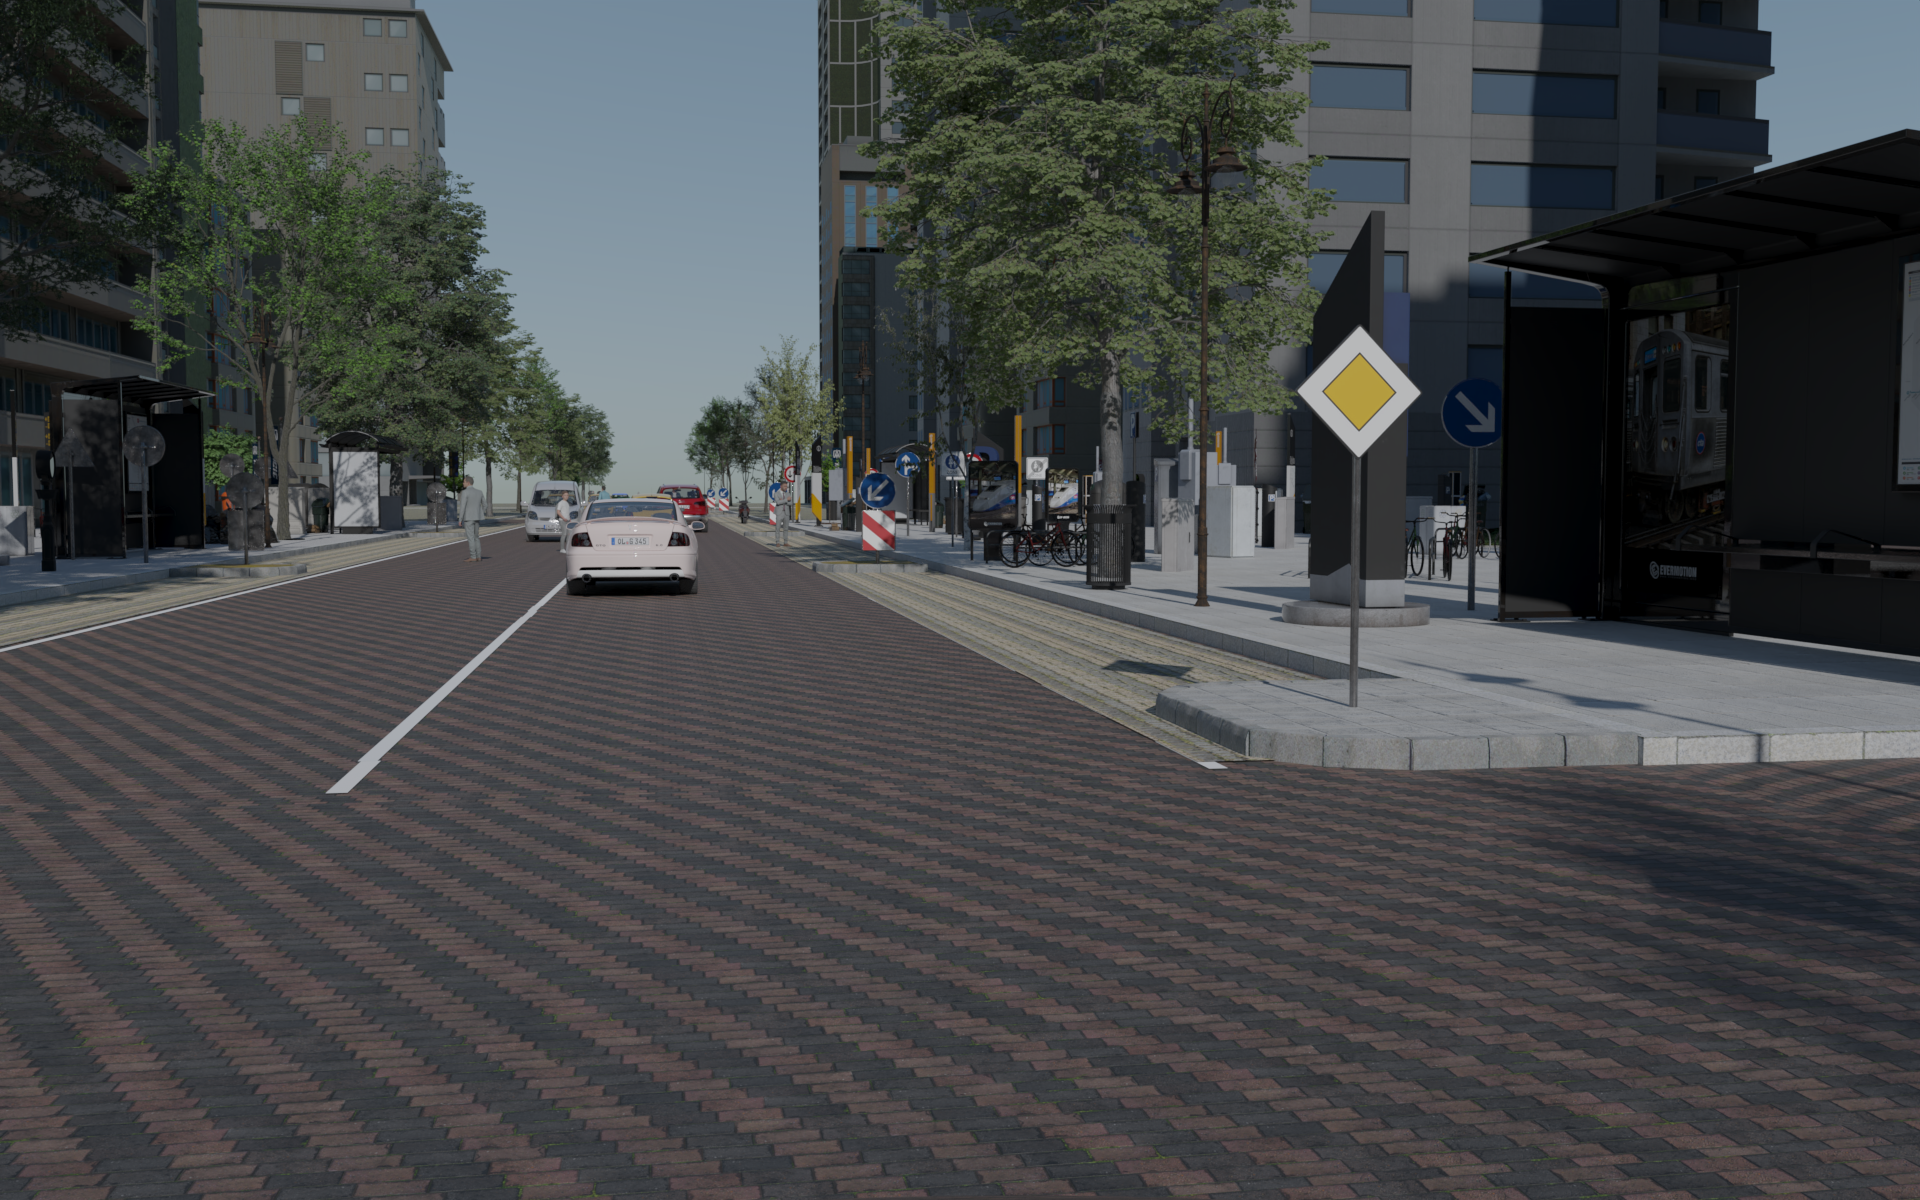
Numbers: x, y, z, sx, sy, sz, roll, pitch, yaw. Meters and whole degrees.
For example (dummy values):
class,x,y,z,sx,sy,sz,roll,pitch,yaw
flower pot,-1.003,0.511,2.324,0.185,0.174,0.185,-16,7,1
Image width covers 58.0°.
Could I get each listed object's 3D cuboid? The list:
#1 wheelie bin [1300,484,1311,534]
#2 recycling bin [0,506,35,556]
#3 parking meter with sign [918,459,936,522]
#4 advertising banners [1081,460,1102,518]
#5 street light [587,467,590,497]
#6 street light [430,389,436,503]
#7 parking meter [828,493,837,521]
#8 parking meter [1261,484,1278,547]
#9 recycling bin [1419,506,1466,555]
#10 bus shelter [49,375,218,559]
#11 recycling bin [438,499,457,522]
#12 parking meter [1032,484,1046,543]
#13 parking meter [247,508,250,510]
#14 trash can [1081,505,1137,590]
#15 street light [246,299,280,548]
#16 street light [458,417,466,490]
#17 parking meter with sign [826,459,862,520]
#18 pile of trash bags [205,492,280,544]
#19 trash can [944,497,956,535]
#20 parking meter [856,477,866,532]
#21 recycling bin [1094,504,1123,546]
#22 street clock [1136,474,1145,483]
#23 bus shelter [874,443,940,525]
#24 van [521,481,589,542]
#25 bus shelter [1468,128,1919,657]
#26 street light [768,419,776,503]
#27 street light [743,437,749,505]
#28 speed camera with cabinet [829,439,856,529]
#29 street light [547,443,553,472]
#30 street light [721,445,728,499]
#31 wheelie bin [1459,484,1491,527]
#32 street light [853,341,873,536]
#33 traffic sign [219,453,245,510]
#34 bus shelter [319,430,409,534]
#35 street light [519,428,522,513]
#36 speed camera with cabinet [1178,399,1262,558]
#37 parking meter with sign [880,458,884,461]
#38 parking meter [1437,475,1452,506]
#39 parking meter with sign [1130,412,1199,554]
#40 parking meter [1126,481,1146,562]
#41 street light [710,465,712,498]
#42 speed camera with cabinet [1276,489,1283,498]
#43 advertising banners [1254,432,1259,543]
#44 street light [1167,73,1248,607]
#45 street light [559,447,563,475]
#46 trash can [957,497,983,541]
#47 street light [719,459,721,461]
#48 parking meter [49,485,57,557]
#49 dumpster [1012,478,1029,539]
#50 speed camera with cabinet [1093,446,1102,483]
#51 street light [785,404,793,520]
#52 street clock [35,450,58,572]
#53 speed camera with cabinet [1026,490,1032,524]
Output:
class,x,y,z,sx,sy,sz,roll,pitch,yaw
wheelie bin,11.402,-2.925,55.734,0.980,1.594,0.693,3,4,37
recycling bin,-19.806,-1.444,36.166,0.722,1.027,0.722,-1,4,-17
parking meter with sign,-1.555,-5.074,79.226,0.543,3.016,1.738,1,4,11
advertising banners,6.326,-5.562,87.123,2.074,3.025,0.090,1,4,12
street light,-49.400,-15.770,230.631,0.468,5.910,1.993,-1,4,-10
street light,-22.216,-6.139,73.166,0.468,5.910,1.993,-1,4,-10
parking meter,-6.175,-4.777,83.814,0.399,1.863,0.255,2,4,33
parking meter,7.479,-2.046,41.863,0.372,1.533,0.369,0,3,0
recycling bin,10.210,-1.475,36.664,0.722,1.027,0.722,-1,4,-12
bus shelter,-17.550,-2.804,37.133,1.731,3.624,6.357,-1,4,-10
recycling bin,-23.954,-4.175,80.815,0.722,1.027,0.722,1,4,18
parking meter,2.061,-2.252,45.224,0.372,1.533,0.369,0,3,0
parking meter,-27.885,-3.618,67.567,0.372,1.533,0.369,0,3,0
trash can,2.001,-0.713,23.308,0.748,1.137,0.748,0,3,0
street light,-16.536,-4.186,41.221,0.468,5.910,1.993,-1,4,-10
street light,-24.090,-6.802,84.007,0.468,5.910,1.993,-1,4,-10
parking meter with sign,-5.735,-5.456,85.468,1.738,3.016,0.543,0,4,1
pile of trash bags,-19.494,-2.166,45.173,3.447,1.369,1.912,1,4,21
trash can,-0.165,-2.629,54.642,0.748,1.137,0.748,0,3,0
parking meter,-3.327,-3.234,58.590,0.399,1.863,0.255,0,4,0
recycling bin,3.681,-1.791,41.834,0.722,1.027,0.722,-1,4,-19
street clock,6.361,-3.482,61.500,0.358,2.002,0.471,-1,4,-22
bus shelter,-2.197,-4.739,71.407,2.014,3.302,5.546,-1,4,-10
van,-12.393,-2.818,53.088,2.013,2.044,4.112,-1,4,-11
bus shelter,6.403,-1.413,14.386,1.731,3.624,6.357,-1,4,-10
street light,-10.198,-7.453,94.643,0.468,5.910,1.993,-1,4,-10
street light,-15.773,-9.459,127.449,0.468,5.910,1.993,-1,4,-10
speed camera with cabinet,-4.045,-4.209,63.159,0.660,3.252,2.038,2,4,25
street light,-35.498,-10.835,149.934,0.468,5.910,1.993,-1,4,-10
street light,-21.489,-11.439,159.815,0.468,5.910,1.993,-1,4,-10
wheelie bin,16.199,-2.844,54.405,0.980,1.594,0.693,0,3,0
street light,-2.916,-4.859,52.234,0.468,5.910,1.993,-1,4,-10
traffic sign,-22.794,-3.312,54.253,0.768,2.556,0.104,0,4,-5
bus shelter,-19.749,-3.899,57.680,2.014,3.302,5.546,-1,4,-10
street light,-29.795,-8.843,117.370,0.468,5.910,1.993,-1,4,-10
speed camera with cabinet,5.252,-2.518,35.502,0.660,3.252,2.038,-2,4,-25
parking meter with sign,-3.425,-5.225,81.682,0.543,3.016,1.738,-1,4,-9
parking meter,14.579,-2.839,52.134,0.399,1.863,0.255,-3,5,-39
parking meter with sign,4.538,-2.492,37.002,1.738,3.016,0.543,0,4,-6
parking meter,3.318,-1.487,32.716,0.372,1.533,0.369,0,3,0
street light,-30.078,-14.469,209.352,0.468,5.910,1.993,-1,4,-10
speed camera with cabinet,8.612,-3.516,51.816,2.038,3.252,0.660,0,4,8
advertising banners,7.838,-3.034,45.786,0.090,3.025,2.074,0,4,8
street light,2.766,-2.864,19.610,0.468,5.910,1.993,-1,4,-10
street light,-38.171,-11.795,165.641,0.468,5.910,1.993,-1,4,-10
trash can,0.355,-2.216,47.883,0.748,1.137,0.748,0,3,0
street light,-24.384,-12.507,177.278,0.468,5.910,1.993,-1,4,-10
parking meter,-18.420,-1.820,35.471,0.399,1.863,0.255,1,4,20
dumpster,1.248,-2.729,50.370,1.264,1.857,1.865,-1,4,-10
speed camera with cabinet,6.003,-4.698,71.148,0.660,3.252,2.038,-1,4,-11
street light,-8.279,-6.816,84.233,0.468,5.910,1.993,-1,4,-10
street clock,-15.130,-1.476,28.705,0.358,2.002,0.471,-1,4,-17
speed camera with cabinet,2.309,-4.976,75.685,2.038,3.252,0.660,2,4,27
